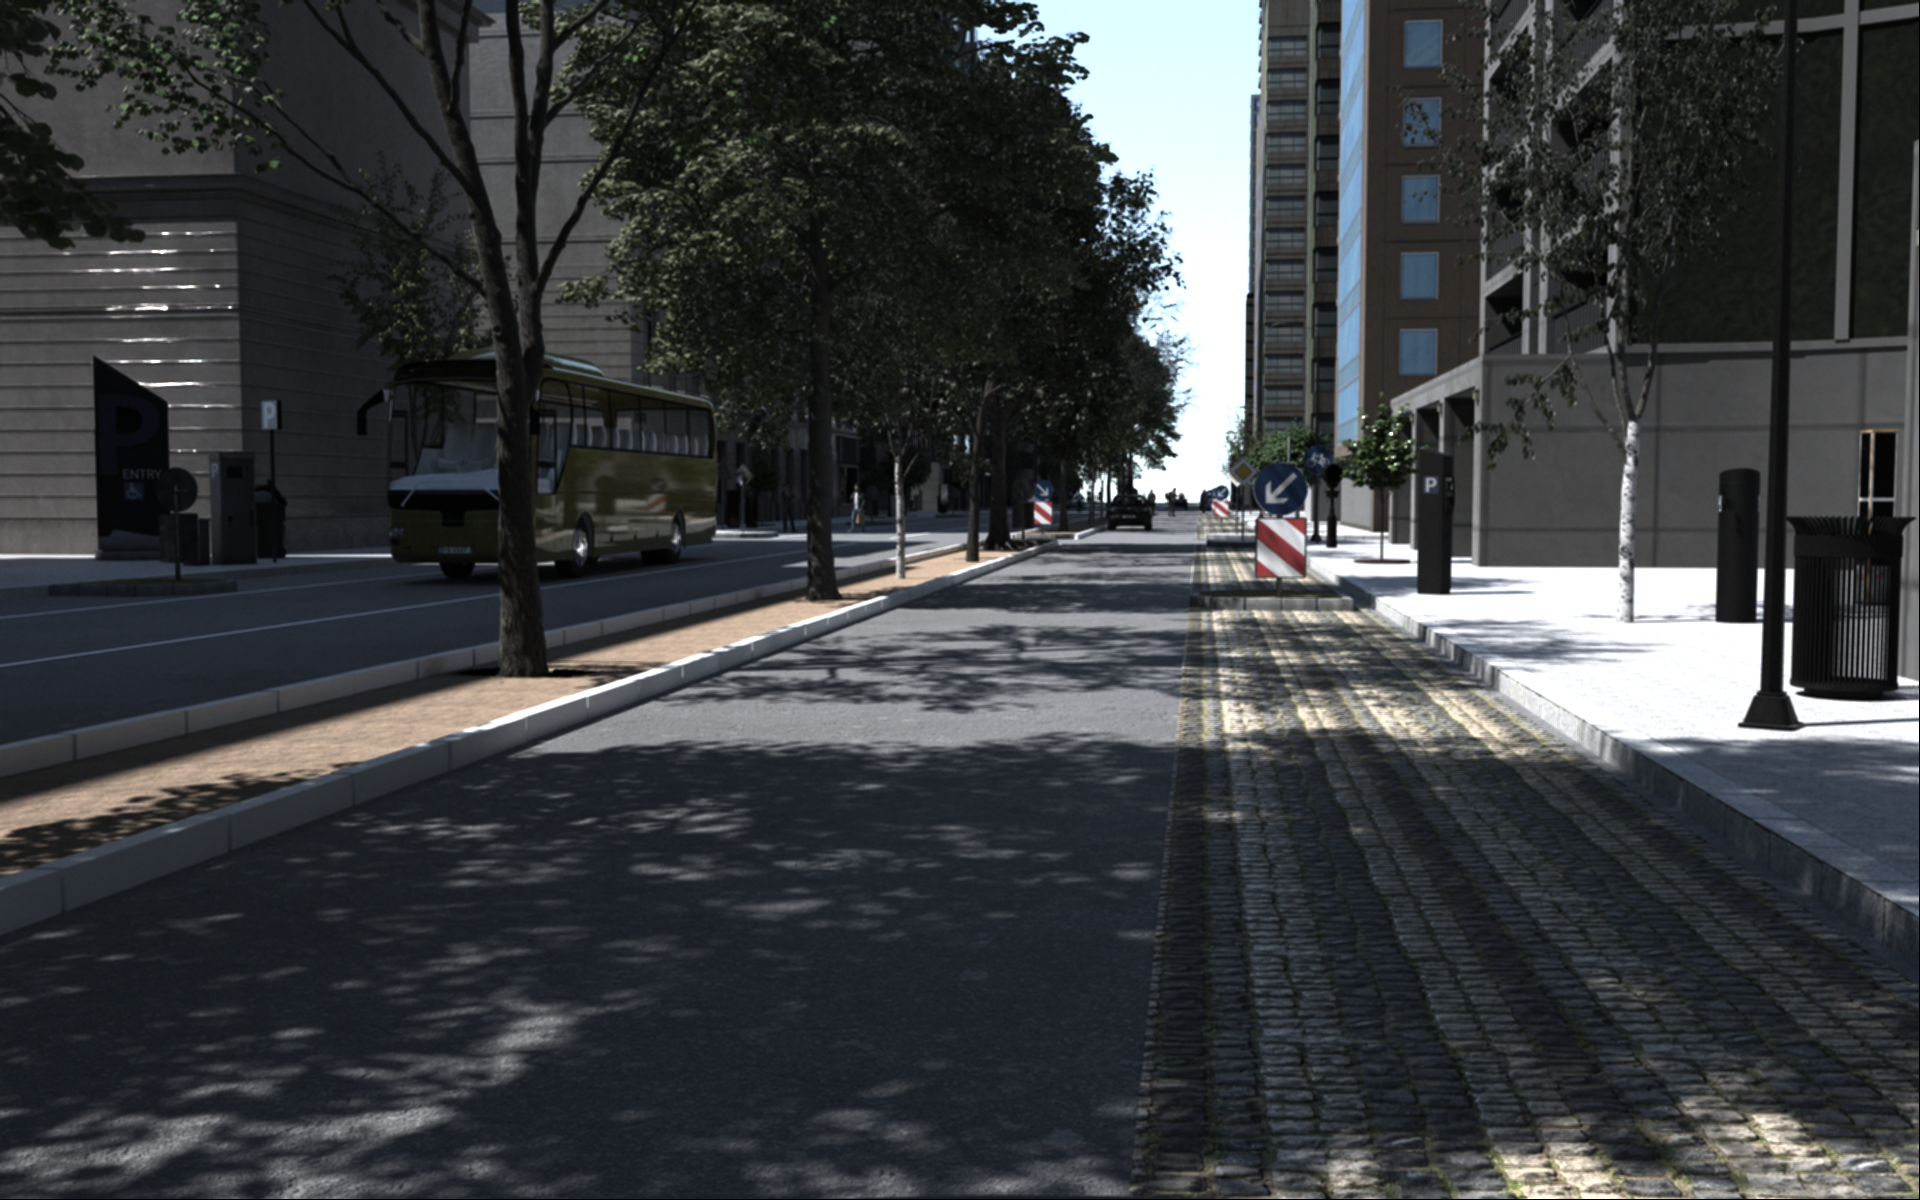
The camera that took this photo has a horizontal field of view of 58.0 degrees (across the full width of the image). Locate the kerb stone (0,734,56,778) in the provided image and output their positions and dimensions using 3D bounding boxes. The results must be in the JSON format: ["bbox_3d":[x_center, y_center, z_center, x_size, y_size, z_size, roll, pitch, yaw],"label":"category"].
[{"bbox_3d":[-4.864,0.824,8.758,0.120,0.150,1.000,0,4,8],"label":"kerb stone"}]

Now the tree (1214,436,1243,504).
[{"bbox_3d":[33.860,-16.247,216.003,4.360,8.622,3.978,0,3,0],"label":"tree"}]

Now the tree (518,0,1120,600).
[{"bbox_3d":[-1.819,-6.237,22.566,7.486,12.596,7.792,0,3,0],"label":"tree"}]

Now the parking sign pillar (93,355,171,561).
[{"bbox_3d":[-16.192,-2.779,33.902,1.447,3.967,1.447,-2,4,-24],"label":"parking sign pillar"}]

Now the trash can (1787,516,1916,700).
[{"bbox_3d":[5.609,0.042,10.967,0.748,1.137,0.748,0,3,0],"label":"trash can"}]

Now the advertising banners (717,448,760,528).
[{"bbox_3d":[-8.628,-4.272,66.036,2.074,3.025,0.090,1,4,15],"label":"advertising banners"}]

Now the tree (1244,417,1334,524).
[{"bbox_3d":[14.381,-5.508,73.777,4.285,4.588,4.351,0,3,0],"label":"tree"}]

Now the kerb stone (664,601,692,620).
[{"bbox_3d":[-3.314,0.138,19.935,0.120,0.150,1.000,0,4,8],"label":"kerb stone"}]

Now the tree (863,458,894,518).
[{"bbox_3d":[-4.316,-5.977,92.332,1.663,3.219,1.824,0,3,0],"label":"tree"}]

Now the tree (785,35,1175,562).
[{"bbox_3d":[0.190,-6.049,35.773,8.767,10.594,7.601,0,4,8],"label":"tree"}]

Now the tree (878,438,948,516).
[{"bbox_3d":[-3.213,-7.187,101.227,4.285,4.588,4.351,0,3,0],"label":"tree"}]

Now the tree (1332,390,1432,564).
[{"bbox_3d":[7.895,-2.313,32.426,1.663,3.219,1.824,0,3,0],"label":"tree"}]

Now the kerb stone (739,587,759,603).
[{"bbox_3d":[-2.882,-0.046,22.971,0.120,0.150,1.000,0,4,8],"label":"kerb stone"}]

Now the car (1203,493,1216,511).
[{"bbox_3d":[22.039,-8.641,150.866,1.945,1.707,3.694,1,4,8],"label":"car"}]

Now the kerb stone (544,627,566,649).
[{"bbox_3d":[-3.871,0.387,15.868,0.120,0.150,1.000,0,4,8],"label":"kerb stone"}]

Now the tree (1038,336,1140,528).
[{"bbox_3d":[5.549,-7.367,73.277,4.737,8.622,4.395,0,3,0],"label":"tree"}]

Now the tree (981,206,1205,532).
[{"bbox_3d":[3.885,-9.296,64.820,12.009,13.543,11.850,0,3,0],"label":"tree"}]

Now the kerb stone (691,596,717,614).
[{"bbox_3d":[-3.170,0.076,20.947,0.120,0.150,1.000,0,4,8],"label":"kerb stone"}]

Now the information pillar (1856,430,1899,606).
[{"bbox_3d":[10.551,-0.944,19.932,0.304,2.012,0.304,0,4,3],"label":"information pillar"}]

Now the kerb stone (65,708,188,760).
[{"bbox_3d":[-4.717,0.760,9.769,0.120,0.150,1.000,0,4,8],"label":"kerb stone"}]

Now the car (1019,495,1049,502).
[{"bbox_3d":[5.173,-6.531,119.148,2.083,1.381,4.827,0,4,8],"label":"car"}]

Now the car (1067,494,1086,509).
[{"bbox_3d":[10.937,-9.279,163.710,2.014,1.417,4.499,0,4,8],"label":"car"}]

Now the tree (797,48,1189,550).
[{"bbox_3d":[0.992,-7.639,44.370,9.611,12.733,9.660,0,3,0],"label":"tree"}]

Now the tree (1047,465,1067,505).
[{"bbox_3d":[10.979,-15.516,204.042,4.360,8.622,3.978,0,3,0],"label":"tree"}]

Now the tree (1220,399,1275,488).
[{"bbox_3d":[21.971,-11.166,132.925,4.737,8.622,4.395,0,3,0],"label":"tree"}]

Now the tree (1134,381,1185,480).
[{"bbox_3d":[12.543,-12.597,126.543,7.486,12.596,7.792,0,3,0],"label":"tree"}]

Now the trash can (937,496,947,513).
[{"bbox_3d":[-1.229,-6.568,119.035,0.748,1.137,0.748,0,3,0],"label":"trash can"}]

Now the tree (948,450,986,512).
[{"bbox_3d":[0.256,-8.761,126.957,4.285,4.588,4.351,0,3,0],"label":"tree"}]

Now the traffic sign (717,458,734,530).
[{"bbox_3d":[-8.535,-3.808,62.266,0.884,2.594,0.081,1,4,16],"label":"traffic sign"}]

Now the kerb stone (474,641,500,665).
[{"bbox_3d":[-4.009,0.451,14.855,0.120,0.150,1.000,0,4,8],"label":"kerb stone"}]

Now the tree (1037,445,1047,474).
[{"bbox_3d":[5.150,-12.849,160.449,4.360,8.622,3.978,0,3,0],"label":"tree"}]

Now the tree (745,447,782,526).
[{"bbox_3d":[-8.120,-4.617,70.085,1.663,3.219,1.824,0,3,0],"label":"tree"}]

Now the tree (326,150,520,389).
[{"bbox_3d":[-11.680,-5.357,37.949,4.737,8.622,4.395,0,3,0],"label":"tree"}]

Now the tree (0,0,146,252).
[{"bbox_3d":[-4.497,-5.141,4.644,7.486,12.596,7.792,0,3,0],"label":"tree"}]

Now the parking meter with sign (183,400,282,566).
[{"bbox_3d":[-13.311,-2.163,31.632,0.543,3.016,1.738,3,4,38],"label":"parking meter with sign"}]

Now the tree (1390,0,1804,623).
[{"bbox_3d":[6.635,-4.095,17.312,4.360,8.622,3.978,0,3,0],"label":"tree"}]

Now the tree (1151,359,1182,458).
[{"bbox_3d":[11.568,-11.598,117.832,9.928,11.665,9.643,0,3,0],"label":"tree"}]

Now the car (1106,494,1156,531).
[{"bbox_3d":[6.821,-3.644,69.368,2.009,1.686,4.222,0,4,7],"label":"car"}]

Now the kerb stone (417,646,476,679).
[{"bbox_3d":[-4.158,0.511,13.843,0.120,0.150,1.000,0,4,8],"label":"kerb stone"}]

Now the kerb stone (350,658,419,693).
[{"bbox_3d":[-4.306,0.573,12.830,0.120,0.150,1.000,0,4,8],"label":"kerb stone"}]

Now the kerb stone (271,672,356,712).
[{"bbox_3d":[-4.434,0.635,11.808,0.120,0.150,1.000,0,4,8],"label":"kerb stone"}]

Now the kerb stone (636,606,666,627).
[{"bbox_3d":[-3.456,0.200,18.923,0.120,0.150,1.000,0,4,8],"label":"kerb stone"}]

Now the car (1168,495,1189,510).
[{"bbox_3d":[20.378,-9.118,161.658,1.945,1.354,3.894,0,4,8],"label":"car"}]

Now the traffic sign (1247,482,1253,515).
[{"bbox_3d":[18.217,-6.626,108.444,0.768,2.556,0.104,1,4,17],"label":"traffic sign"}]

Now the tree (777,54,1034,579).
[{"bbox_3d":[-1.017,-4.642,28.714,4.360,8.622,3.978,0,3,0],"label":"tree"}]

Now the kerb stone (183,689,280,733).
[{"bbox_3d":[-4.576,0.702,10.790,0.120,0.150,1.000,0,4,8],"label":"kerb stone"}]

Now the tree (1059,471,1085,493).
[{"bbox_3d":[15.059,-15.240,232.892,4.285,4.588,4.351,0,3,0],"label":"tree"}]

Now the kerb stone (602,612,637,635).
[{"bbox_3d":[-3.581,0.263,17.900,0.120,0.150,1.000,0,4,8],"label":"kerb stone"}]

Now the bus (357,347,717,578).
[{"bbox_3d":[-7.297,-2.522,32.781,2.896,3.916,12.252,0,4,6],"label":"bus"}]

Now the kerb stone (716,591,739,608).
[{"bbox_3d":[-3.026,0.016,21.959,0.120,0.150,1.000,0,4,8],"label":"kerb stone"}]

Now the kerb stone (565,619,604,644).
[{"bbox_3d":[-3.727,0.326,16.888,0.120,0.150,1.000,0,4,8],"label":"kerb stone"}]

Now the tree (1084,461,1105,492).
[{"bbox_3d":[21.547,-20.112,279.200,4.360,8.622,3.978,0,3,0],"label":"tree"}]

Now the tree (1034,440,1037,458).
[{"bbox_3d":[3.756,-12.242,150.513,4.360,8.622,3.978,0,3,0],"label":"tree"}]

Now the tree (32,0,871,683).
[{"bbox_3d":[-3.525,-5.211,13.412,9.928,11.665,9.643,0,3,0],"label":"tree"}]
